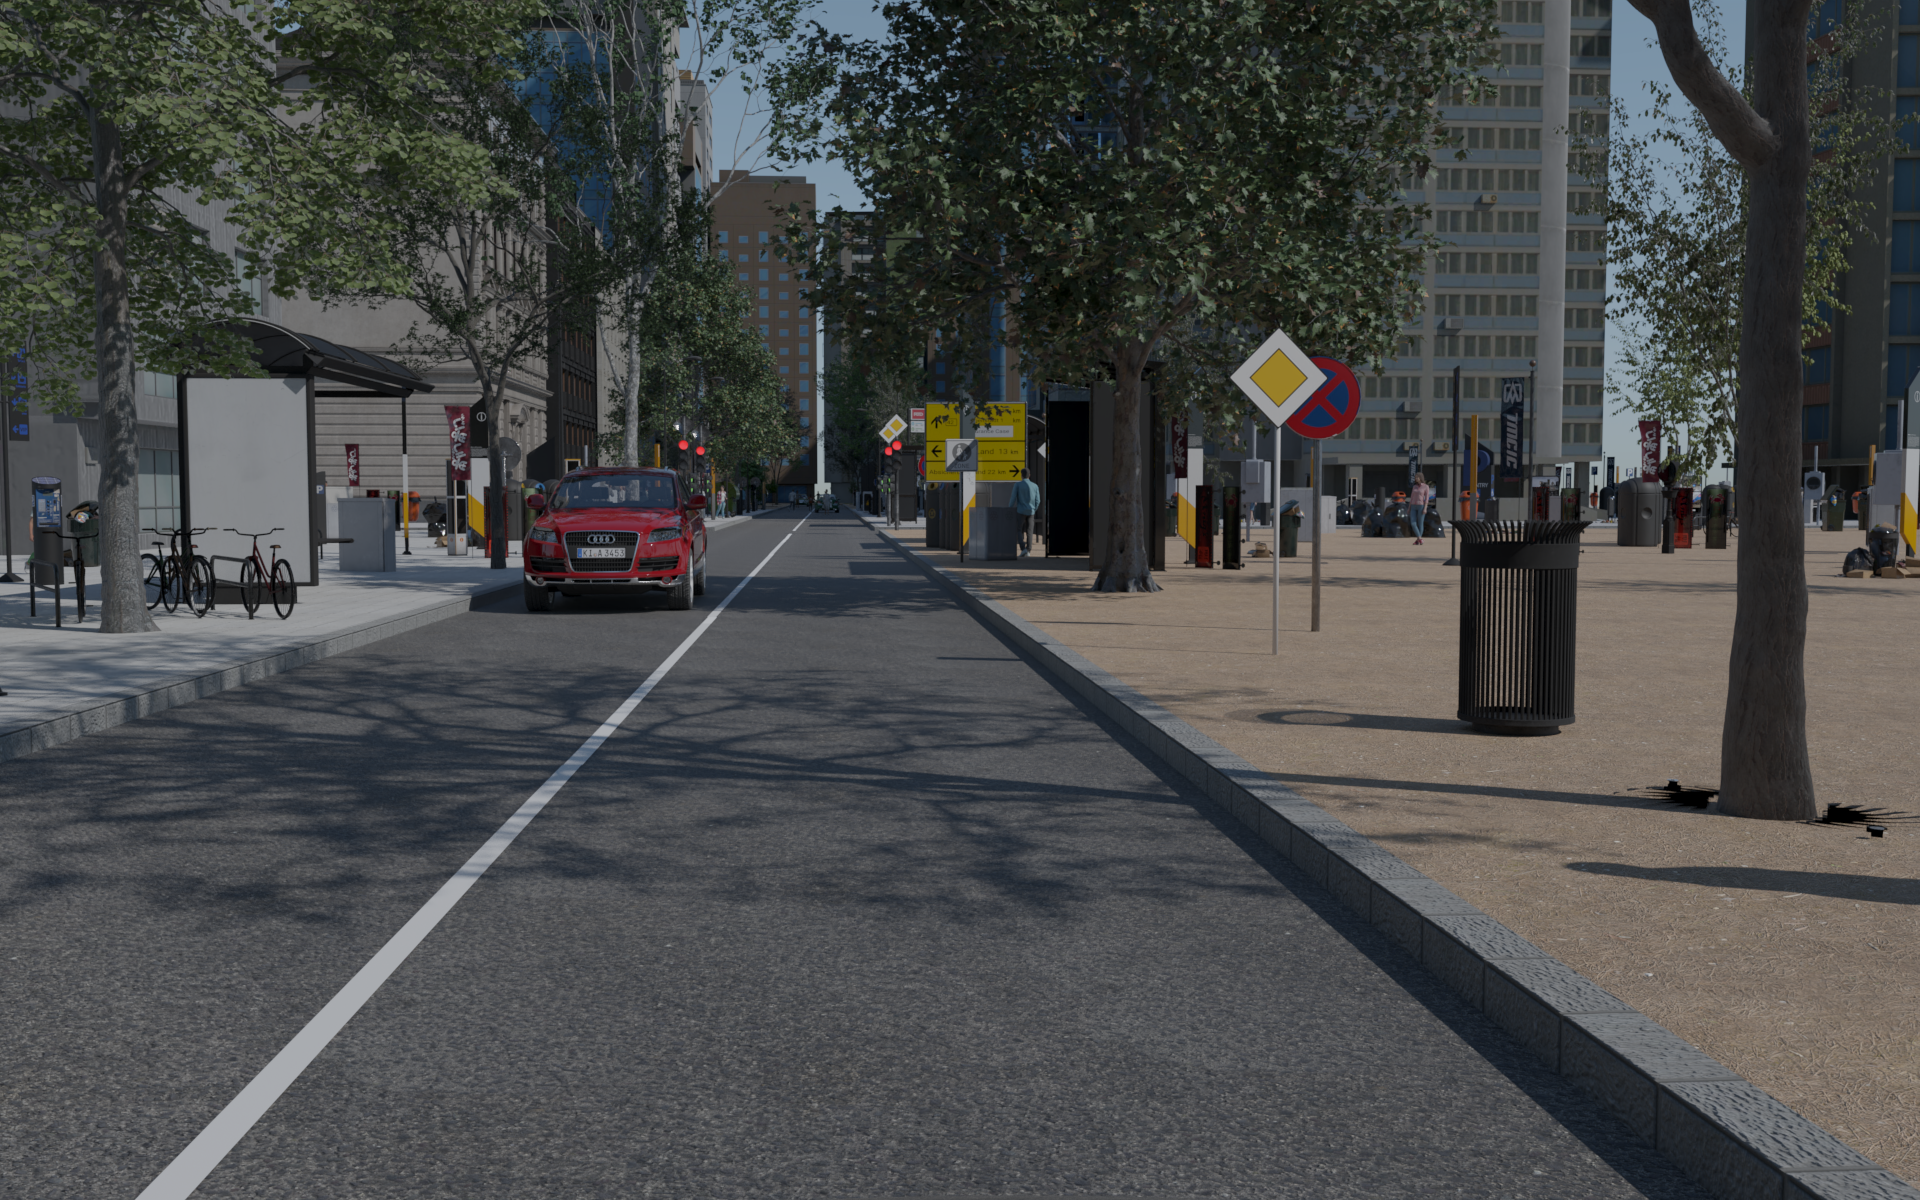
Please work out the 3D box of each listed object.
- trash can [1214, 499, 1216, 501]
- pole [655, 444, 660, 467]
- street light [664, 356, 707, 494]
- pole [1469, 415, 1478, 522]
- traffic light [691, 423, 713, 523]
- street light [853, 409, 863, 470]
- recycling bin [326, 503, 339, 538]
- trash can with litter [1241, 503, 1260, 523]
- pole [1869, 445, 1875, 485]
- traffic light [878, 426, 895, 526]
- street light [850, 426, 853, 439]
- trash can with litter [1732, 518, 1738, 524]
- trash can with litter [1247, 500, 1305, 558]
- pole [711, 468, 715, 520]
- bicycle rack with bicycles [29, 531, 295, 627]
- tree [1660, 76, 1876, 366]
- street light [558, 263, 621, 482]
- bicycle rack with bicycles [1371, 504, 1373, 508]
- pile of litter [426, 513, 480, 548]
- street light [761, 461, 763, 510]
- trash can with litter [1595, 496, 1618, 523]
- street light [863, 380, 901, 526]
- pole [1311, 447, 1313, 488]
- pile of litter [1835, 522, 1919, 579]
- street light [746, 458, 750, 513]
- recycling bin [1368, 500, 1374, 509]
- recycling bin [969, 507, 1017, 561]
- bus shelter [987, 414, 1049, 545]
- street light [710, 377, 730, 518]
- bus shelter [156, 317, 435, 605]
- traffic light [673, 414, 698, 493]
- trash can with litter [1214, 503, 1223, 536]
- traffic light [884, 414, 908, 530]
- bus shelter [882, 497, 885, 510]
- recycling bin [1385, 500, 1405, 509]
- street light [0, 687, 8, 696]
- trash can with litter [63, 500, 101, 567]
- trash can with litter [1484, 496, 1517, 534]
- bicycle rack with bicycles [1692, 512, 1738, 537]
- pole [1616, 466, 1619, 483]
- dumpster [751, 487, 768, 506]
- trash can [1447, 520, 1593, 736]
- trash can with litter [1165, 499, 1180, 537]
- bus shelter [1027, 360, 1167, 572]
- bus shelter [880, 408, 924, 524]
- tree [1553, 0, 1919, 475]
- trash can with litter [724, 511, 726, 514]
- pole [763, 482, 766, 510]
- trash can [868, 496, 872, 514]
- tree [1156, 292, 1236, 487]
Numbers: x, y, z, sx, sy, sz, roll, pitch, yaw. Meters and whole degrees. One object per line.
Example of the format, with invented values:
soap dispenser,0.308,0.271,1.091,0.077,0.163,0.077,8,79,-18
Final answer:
trash can,6.937,-2.311,49.431,0.748,1.137,0.748,0,3,0
pole,-12.368,-4.707,70.810,0.158,3.312,0.155,0,3,0
street light,-9.420,-5.261,58.559,1.470,5.913,1.316,0,4,-4
pole,13.241,-3.108,44.652,0.158,3.312,0.155,0,3,0
traffic light,-10.191,-4.857,68.332,0.839,4.253,0.868,0,4,-4
street light,-4.937,-7.453,94.402,1.470,5.913,1.316,0,4,-4
recycling bin,-17.626,-2.199,48.510,0.722,1.027,0.722,0,4,-8
trash can with litter,13.147,-4.137,78.689,1.678,1.210,2.233,3,5,43
pole,37.987,-4.792,72.192,0.158,3.312,0.155,0,3,0
traffic light,-2.852,-4.892,68.903,0.839,4.253,0.868,0,4,-4
street light,-6.811,-8.909,118.197,1.470,5.913,1.316,0,4,-4
trash can with litter,33.216,-3.780,73.192,1.055,1.170,0.624,0,3,0
trash can with litter,6.372,-1.441,34.940,1.055,1.170,0.624,-1,4,-12
pole,-12.192,-5.604,85.470,0.158,3.312,0.155,0,3,0
bicycle rack with bicycles,-8.451,-0.288,18.084,2.852,0.926,2.925,-2,4,-34
tree,14.260,-4.937,31.080,4.737,8.622,4.395,0,3,0
street light,-7.440,-3.800,34.667,1.470,5.913,1.316,0,4,-4
bicycle rack with bicycles,18.565,-3.740,74.537,2.852,0.926,2.925,2,4,34
pile of litter,-12.195,-1.713,41.977,1.176,0.858,1.719,3,5,43
street light,-13.778,-8.824,116.814,1.470,5.913,1.316,0,4,-4
trash can with litter,29.166,-4.036,77.049,1.678,1.210,2.233,3,4,37
street light,-3.090,-5.998,70.605,1.470,5.913,1.316,0,4,-4
pole,15.226,-4.950,74.776,0.158,3.312,0.155,0,3,0
pile of litter,14.377,-0.776,26.655,1.719,0.858,1.176,1,4,17
street light,-11.938,-7.343,92.605,1.470,5.913,1.316,0,4,-4
recycling bin,19.282,-4.117,79.864,0.722,1.027,0.722,-2,4,-25
recycling bin,0.641,-1.292,33.685,0.722,1.027,0.722,-2,4,-28
bus shelter,1.236,-3.196,46.181,2.014,3.302,5.546,0,4,-4
street light,-10.054,-5.888,68.811,1.470,5.913,1.316,0,4,-4
bus shelter,-8.473,-1.753,22.579,2.014,3.302,5.546,0,4,-4
traffic light,-9.586,-4.370,60.369,0.839,4.253,0.868,0,4,-4
trash can with litter,8.013,-2.574,53.469,1.055,1.170,0.624,0,4,7
traffic light,-2.248,-4.405,60.941,0.839,4.253,0.868,0,4,-4
bus shelter,-5.669,-8.861,138.798,2.014,3.302,5.546,0,4,-4
recycling bin,14.434,-2.719,57.007,0.722,1.027,0.722,2,4,34
street light,-5.704,-2.342,10.829,1.470,5.913,1.316,0,4,-4
trash can with litter,-15.618,-1.170,30.515,1.055,1.170,0.624,1,4,22
trash can with litter,17.425,-2.742,55.881,1.678,1.210,2.233,-3,4,-37
bicycle rack with bicycles,23.121,-2.297,50.943,2.925,0.926,2.852,-2,4,-29
pole,47.898,-8.096,126.206,0.158,3.312,0.155,0,3,0
dumpster,-16.569,-8.560,142.446,1.502,2.255,1.985,0,4,-4
trash can,3.014,0.140,9.366,0.748,1.137,0.748,0,3,0
trash can with litter,6.451,-2.479,51.912,1.055,1.170,0.624,-1,4,-12
bus shelter,2.425,-2.470,31.663,1.731,3.624,6.357,0,4,-4
bus shelter,-2.478,-6.162,78.384,2.179,5.291,8.768,0,4,-4
tree,10.146,-4.423,22.681,4.360,8.622,3.978,0,3,0
trash can with litter,-15.457,-6.175,112.350,1.055,1.170,0.624,3,5,39
pole,-15.619,-8.821,138.074,0.158,3.312,0.155,0,3,0
trash can,-5.714,-6.263,114.060,0.748,1.137,0.748,0,3,0
tree,7.641,-6.596,58.200,4.360,8.622,3.978,0,3,0
